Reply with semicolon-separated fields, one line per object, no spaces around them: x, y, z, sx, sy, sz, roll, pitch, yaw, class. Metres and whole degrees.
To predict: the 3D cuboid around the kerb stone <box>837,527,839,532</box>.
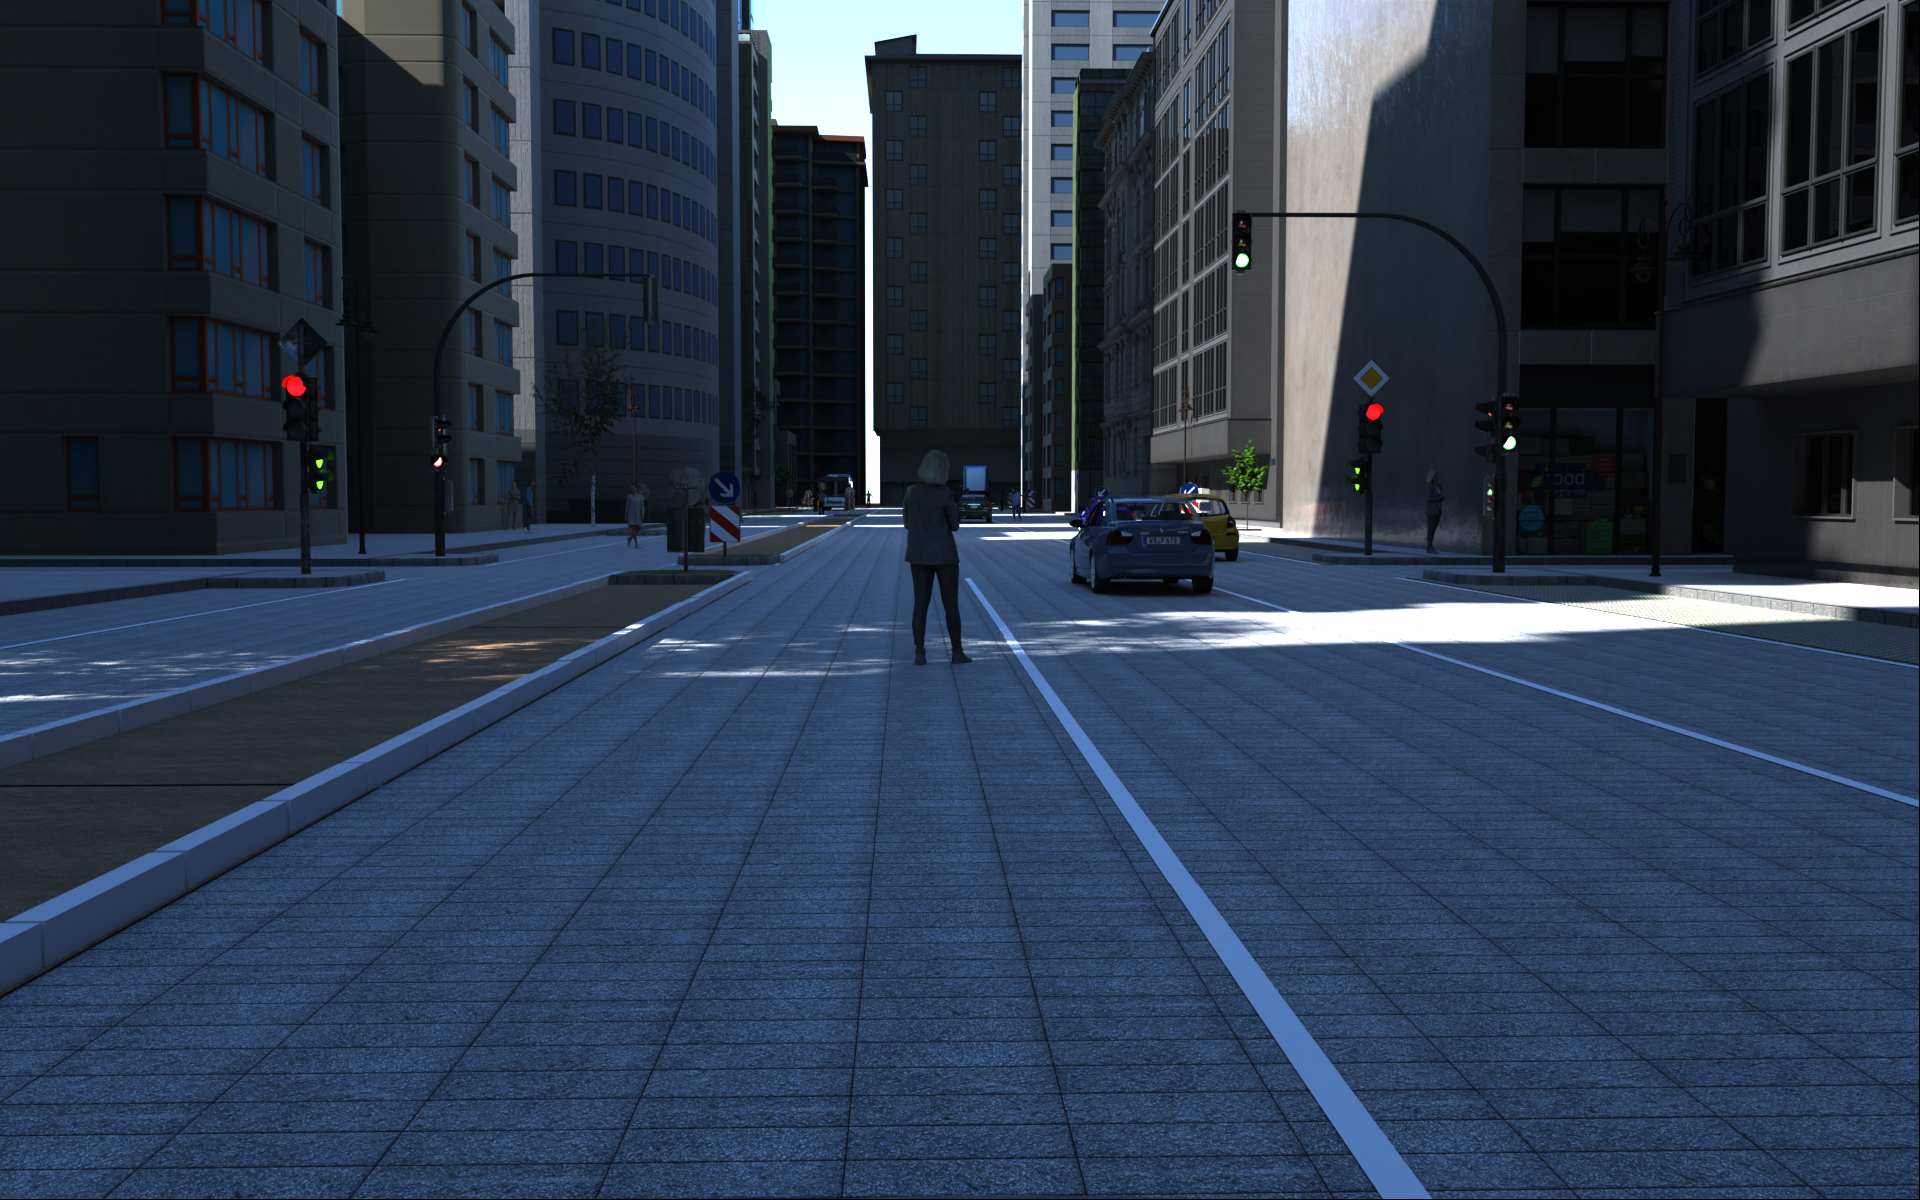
-4.548;-2.463;62.666;0.120;0.150;1.000;0;4;-2;kerb stone

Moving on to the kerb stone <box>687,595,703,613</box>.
-3.279;0.078;21.068;0.120;0.150;1.000;0;4;-2;kerb stone

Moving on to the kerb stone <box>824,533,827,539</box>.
-4.267;-1.911;53.432;0.120;0.150;1.000;0;4;-2;kerb stone

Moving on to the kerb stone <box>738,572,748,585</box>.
-3.473;-0.308;27.232;0.120;0.150;1.000;0;4;-2;kerb stone

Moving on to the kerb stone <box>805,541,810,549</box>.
-3.987;-1.346;44.202;0.120;0.150;1.000;0;4;-2;kerb stone

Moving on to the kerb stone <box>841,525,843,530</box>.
-4.682;-2.722;66.762;0.120;0.150;1.000;0;4;-2;kerb stone

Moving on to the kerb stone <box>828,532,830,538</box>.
-4.335;-2.034;55.478;0.120;0.150;1.000;0;4;-2;kerb stone

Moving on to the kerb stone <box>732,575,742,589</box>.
-3.445;-0.241;26.210;0.120;0.150;1.000;0;4;-2;kerb stone

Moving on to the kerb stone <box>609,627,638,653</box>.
-3.130;0.382;15.951;0.120;0.150;1.000;0;4;-2;kerb stone

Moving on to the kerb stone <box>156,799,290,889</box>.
-2.855;0.946;6.735;0.120;0.150;1.000;0;4;-2;kerb stone

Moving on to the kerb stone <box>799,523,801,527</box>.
-6.992;-3.154;73.854;0.120;0.150;1.000;0;4;-2;kerb stone

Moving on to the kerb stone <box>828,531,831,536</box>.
-4.361;-2.095;56.511;0.120;0.150;1.000;0;4;-2;kerb stone

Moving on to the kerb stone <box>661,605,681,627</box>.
-3.214;0.194;19.020;0.120;0.150;1.000;0;4;-2;kerb stone

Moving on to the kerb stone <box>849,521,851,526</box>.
-4.960;-3.291;75.999;0.120;0.150;1.000;0;4;-2;kerb stone

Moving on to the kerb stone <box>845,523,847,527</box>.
-4.799;-2.977;70.863;0.120;0.150;1.000;0;4;-2;kerb stone

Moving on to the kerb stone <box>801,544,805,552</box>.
-3.932;-1.219;42.133;0.120;0.150;1.000;0;4;-2;kerb stone

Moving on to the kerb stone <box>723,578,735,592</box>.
-3.414;-0.183;25.184;0.120;0.150;1.000;0;4;-2;kerb stone

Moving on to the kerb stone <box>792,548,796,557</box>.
-3.838;-1.031;39.058;0.120;0.150;1.000;0;4;-2;kerb stone

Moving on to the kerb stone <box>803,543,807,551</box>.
-3.961;-1.280;43.165;0.120;0.150;1.000;0;4;-2;kerb stone

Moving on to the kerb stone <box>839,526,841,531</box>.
-4.605;-2.601;64.716;0.120;0.150;1.000;0;4;-2;kerb stone

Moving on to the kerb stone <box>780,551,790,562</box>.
-3.777;-0.906;37.015;0.120;0.150;1.000;0;4;-2;kerb stone

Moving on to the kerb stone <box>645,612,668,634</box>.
-3.192;0.260;17.995;0.120;0.150;1.000;0;4;-2;kerb stone

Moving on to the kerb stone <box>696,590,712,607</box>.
-3.315;0.006;22.096;0.120;0.150;1.000;0;4;-2;kerb stone

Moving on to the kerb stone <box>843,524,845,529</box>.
-4.744;-2.849;68.813;0.120;0.150;1.000;0;4;-2;kerb stone

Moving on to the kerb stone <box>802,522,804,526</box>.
-7.052;-3.285;75.904;0.120;0.150;1.000;0;4;-2;kerb stone

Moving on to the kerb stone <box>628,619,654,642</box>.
-3.163;0.321;16.973;0.120;0.150;1.000;0;4;-2;kerb stone

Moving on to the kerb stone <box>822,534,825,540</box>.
-4.236;-1.848;52.410;0.120;0.150;1.000;0;4;-2;kerb stone

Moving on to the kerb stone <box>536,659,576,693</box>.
-3.035;0.578;12.878;0.120;0.150;1.000;0;4;-2;kerb stone

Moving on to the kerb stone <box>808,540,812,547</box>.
-4.017;-1.408;45.224;0.120;0.150;1.000;0;4;-2;kerb stone

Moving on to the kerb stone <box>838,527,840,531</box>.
-4.591;-2.534;63.694;0.120;0.150;1.000;0;4;-2;kerb stone

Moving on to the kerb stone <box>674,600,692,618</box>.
-3.256;0.132;20.041;0.120;0.150;1.000;0;4;-2;kerb stone

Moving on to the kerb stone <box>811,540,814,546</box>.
-4.058;-1.470;46.251;0.120;0.150;1.000;0;4;-2;kerb stone

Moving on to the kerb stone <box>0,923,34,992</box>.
-2.793;1.071;4.681;0.120;0.150;1.000;0;4;-2;kerb stone

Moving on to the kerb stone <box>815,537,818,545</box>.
-4.116;-1.597;48.308;0.120;0.150;1.000;0;4;-2;kerb stone

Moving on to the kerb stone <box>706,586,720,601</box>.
-3.351;-0.057;23.128;0.120;0.150;1.000;0;4;-2;kerb stone

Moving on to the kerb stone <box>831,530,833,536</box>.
-4.396;-2.161;57.537;0.120;0.150;1.000;0;4;-2;kerb stone

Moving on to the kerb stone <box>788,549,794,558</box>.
-3.801;-0.967;38.037;0.120;0.150;1.000;0;4;-2;kerb stone

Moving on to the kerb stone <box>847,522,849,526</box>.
-4.860;-3.103;72.921;0.120;0.150;1.000;0;4;-2;kerb stone

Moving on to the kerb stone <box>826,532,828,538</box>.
-4.298;-1.973;54.456;0.120;0.150;1.000;0;4;-2;kerb stone

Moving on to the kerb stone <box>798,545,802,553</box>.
-3.894;-1.155;41.112;0.120;0.150;1.000;0;4;-2;kerb stone

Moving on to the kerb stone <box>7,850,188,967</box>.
-2.822;1.009;5.703;0.120;0.150;1.000;0;4;-2;kerb stone

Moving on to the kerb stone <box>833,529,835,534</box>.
-4.458;-2.288;59.597;0.120;0.150;1.000;0;4;-2;kerb stone

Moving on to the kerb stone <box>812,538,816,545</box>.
-4.082;-1.534;47.272;0.120;0.150;1.000;0;4;-2;kerb stone

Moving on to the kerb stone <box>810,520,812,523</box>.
-7.242;-3.658;82.051;0.120;0.150;1.000;0;4;-2;kerb stone

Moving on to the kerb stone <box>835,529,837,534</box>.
-4.489;-2.347;60.622;0.120;0.150;1.000;0;4;-2;kerb stone

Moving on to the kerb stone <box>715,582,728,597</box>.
-3.378;-0.120;24.158;0.120;0.150;1.000;0;4;-2;kerb stone

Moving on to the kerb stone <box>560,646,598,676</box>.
-3.074;0.507;13.900;0.120;0.150;1.000;0;4;-2;kerb stone

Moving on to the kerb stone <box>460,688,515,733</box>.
-2.972;0.697;10.830;0.120;0.150;1.000;0;4;-2;kerb stone

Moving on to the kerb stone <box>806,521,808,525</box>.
-7.146;-3.473;78.982;0.120;0.150;1.000;0;4;-2;kerb stone

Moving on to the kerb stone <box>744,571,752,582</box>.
-3.501;-0.371;28.253;0.120;0.150;1.000;0;4;-2;kerb stone

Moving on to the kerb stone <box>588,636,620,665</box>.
-3.101;0.444;14.930;0.120;0.150;1.000;0;4;-2;kerb stone

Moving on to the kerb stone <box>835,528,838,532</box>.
-4.525;-2.412;61.643;0.120;0.150;1.000;0;4;-2;kerb stone

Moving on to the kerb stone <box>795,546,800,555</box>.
-3.864;-1.094;40.080;0.120;0.150;1.000;0;4;-2;kerb stone

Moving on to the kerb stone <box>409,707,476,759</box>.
-2.942;0.758;9.809;0.120;0.150;1.000;0;4;-2;kerb stone

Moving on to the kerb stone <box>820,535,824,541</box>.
-4.201;-1.785;51.376;0.120;0.150;1.000;0;4;-2;kerb stone

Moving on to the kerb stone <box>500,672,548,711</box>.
-3.005;0.633;11.852;0.120;0.150;1.000;0;4;-2;kerb stone

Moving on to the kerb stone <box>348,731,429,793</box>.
-2.909;0.820;8.786;0.120;0.150;1.000;0;4;-2;kerb stone

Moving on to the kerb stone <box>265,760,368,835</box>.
-2.881;0.883;7.765;0.120;0.150;1.000;0;4;-2;kerb stone

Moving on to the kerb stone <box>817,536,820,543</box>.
-4.139;-1.651;49.331;0.120;0.150;1.000;0;4;-2;kerb stone

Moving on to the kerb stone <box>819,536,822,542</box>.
-4.178;-1.721;50.352;0.120;0.150;1.000;0;4;-2;kerb stone
